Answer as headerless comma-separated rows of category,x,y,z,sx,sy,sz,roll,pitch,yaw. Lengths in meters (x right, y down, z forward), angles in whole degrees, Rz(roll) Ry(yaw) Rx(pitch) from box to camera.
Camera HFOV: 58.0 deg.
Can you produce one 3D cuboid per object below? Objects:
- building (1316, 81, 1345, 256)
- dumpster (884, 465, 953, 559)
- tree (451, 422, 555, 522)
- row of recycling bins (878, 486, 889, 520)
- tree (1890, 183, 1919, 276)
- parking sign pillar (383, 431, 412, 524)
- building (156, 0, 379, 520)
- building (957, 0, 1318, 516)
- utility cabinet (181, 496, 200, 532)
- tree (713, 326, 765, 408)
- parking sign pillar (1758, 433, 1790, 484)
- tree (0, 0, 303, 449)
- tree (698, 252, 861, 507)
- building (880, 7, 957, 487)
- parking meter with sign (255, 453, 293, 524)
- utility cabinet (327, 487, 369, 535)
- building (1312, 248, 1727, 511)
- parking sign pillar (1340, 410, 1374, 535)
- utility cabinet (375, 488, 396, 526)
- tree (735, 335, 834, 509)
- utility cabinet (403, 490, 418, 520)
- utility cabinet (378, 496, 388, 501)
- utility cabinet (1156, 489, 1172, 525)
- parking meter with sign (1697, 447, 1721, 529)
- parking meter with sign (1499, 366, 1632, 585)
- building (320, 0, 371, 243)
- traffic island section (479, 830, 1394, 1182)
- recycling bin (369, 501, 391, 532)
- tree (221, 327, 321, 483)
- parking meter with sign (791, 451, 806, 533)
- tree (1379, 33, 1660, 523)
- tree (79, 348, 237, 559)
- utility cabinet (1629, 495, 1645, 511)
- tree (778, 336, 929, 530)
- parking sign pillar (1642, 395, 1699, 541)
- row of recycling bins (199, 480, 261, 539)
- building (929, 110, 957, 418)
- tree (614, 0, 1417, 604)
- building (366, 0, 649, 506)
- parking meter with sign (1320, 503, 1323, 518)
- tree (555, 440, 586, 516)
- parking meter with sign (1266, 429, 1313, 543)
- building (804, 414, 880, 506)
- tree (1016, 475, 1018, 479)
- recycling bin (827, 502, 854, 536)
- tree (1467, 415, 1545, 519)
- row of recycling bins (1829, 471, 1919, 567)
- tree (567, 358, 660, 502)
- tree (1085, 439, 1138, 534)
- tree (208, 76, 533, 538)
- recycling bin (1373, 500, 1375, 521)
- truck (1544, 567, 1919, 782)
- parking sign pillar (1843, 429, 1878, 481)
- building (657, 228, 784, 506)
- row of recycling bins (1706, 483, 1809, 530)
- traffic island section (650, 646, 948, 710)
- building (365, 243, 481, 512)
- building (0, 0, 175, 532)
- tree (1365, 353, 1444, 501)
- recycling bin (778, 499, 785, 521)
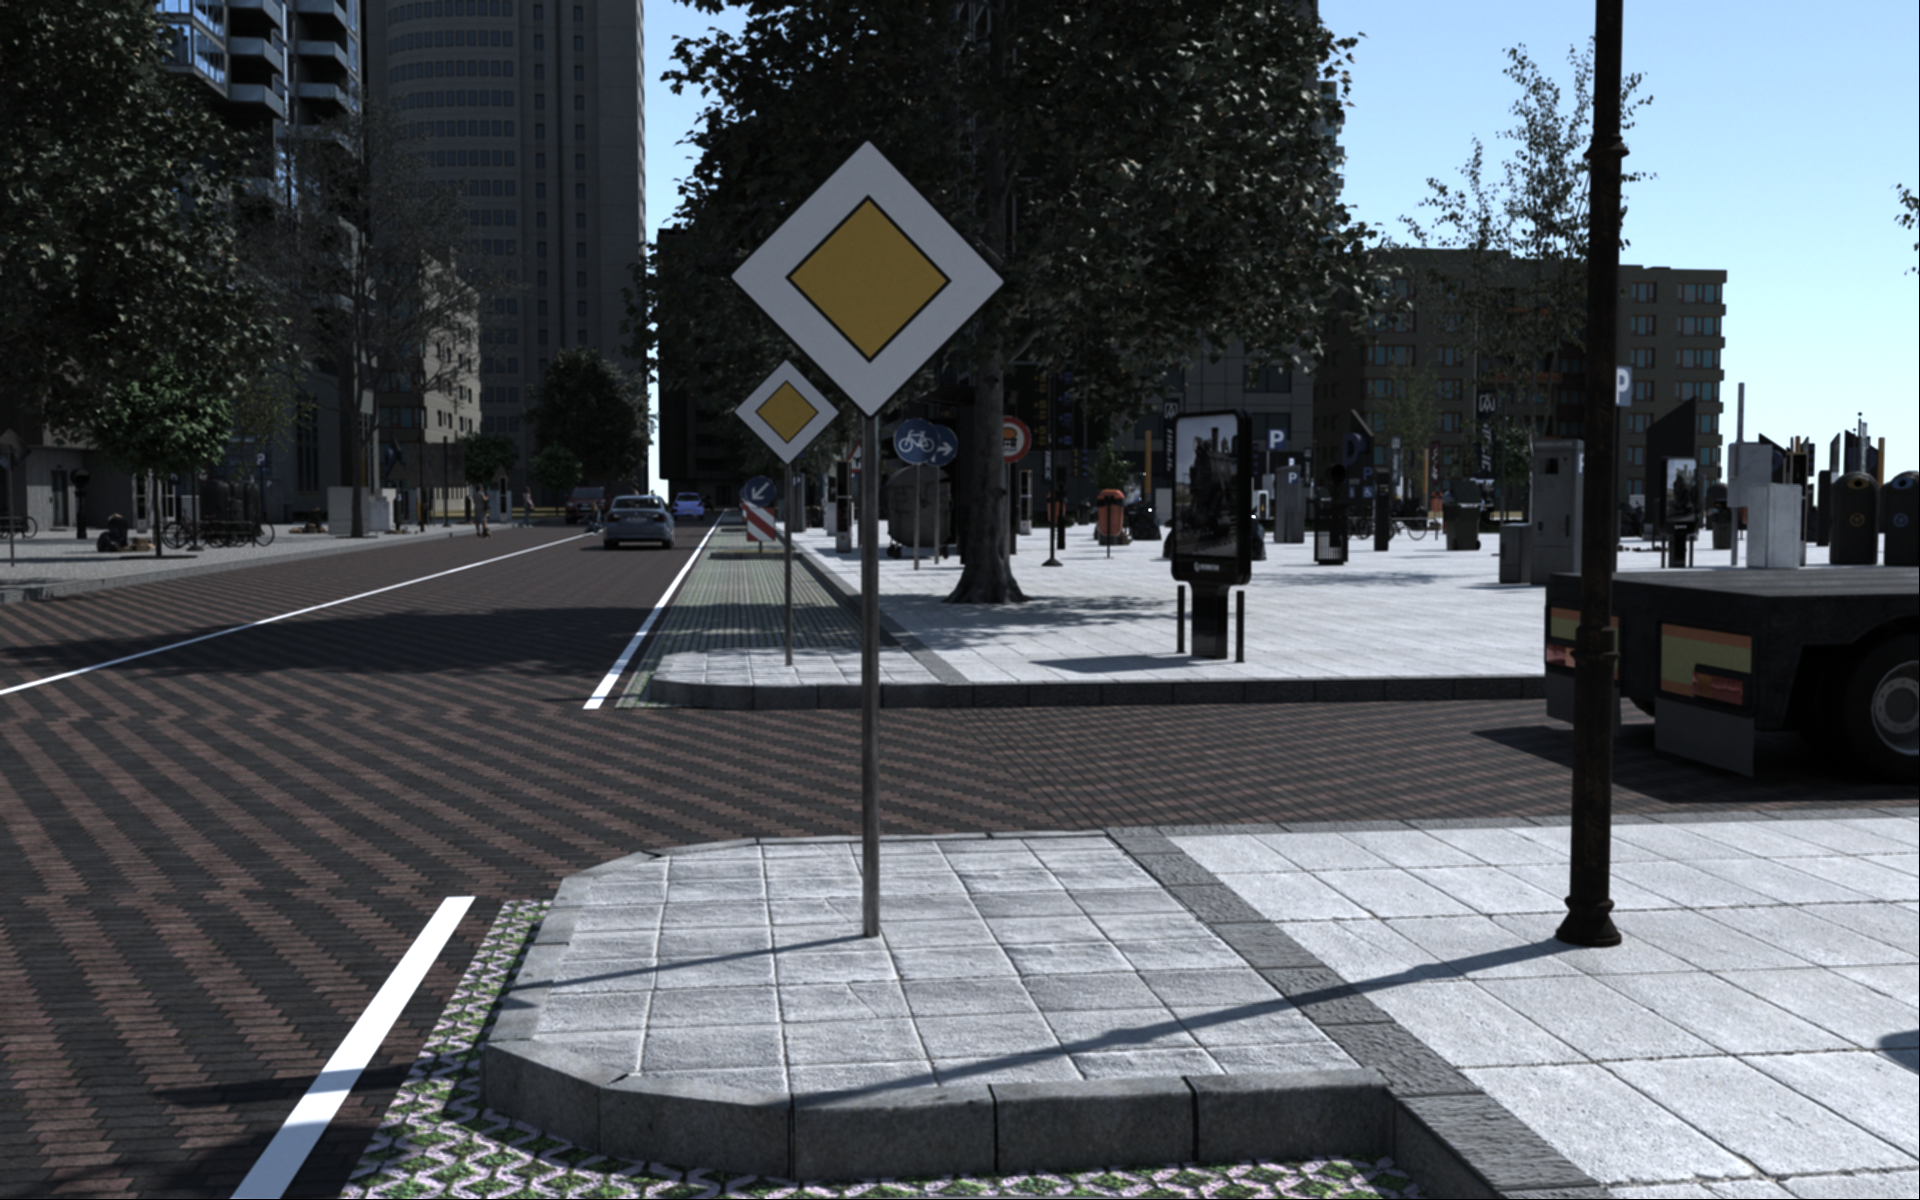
building,27.263,-35.428,198.858,30.456,49.044,23.786,0,4,-7
dumpster,-0.825,-1.780,34.866,1.264,1.857,1.865,0,4,-7
tree,-21.826,-5.844,79.261,4.285,4.588,4.351,0,3,0
row of recycling bins,-3.174,-4.909,87.372,1.069,1.692,3.534,2,4,25
tree,20.803,-5.020,32.434,4.737,8.622,4.395,0,3,0
parking sign pillar,-24.016,-5.196,73.419,1.447,3.967,1.447,-2,4,-33
building,-45.972,-47.965,96.900,22.319,86.520,31.000,0,4,-7
building,9.058,-40.937,107.566,20.563,71.187,20.611,0,4,-7
utility cabinet,-24.779,-2.766,56.385,1.020,1.237,0.306,-2,4,-26
tree,-17.400,-18.933,165.446,12.611,20.169,13.585,0,3,0
parking sign pillar,35.479,-5.334,75.690,1.447,3.967,1.447,-3,5,-42
tree,-14.189,-6.528,23.741,9.611,12.733,9.660,0,3,0
tree,-7.719,-10.691,81.452,9.857,13.997,8.962,0,3,0
building,4.808,-31.798,143.600,21.300,48.544,21.600,0,4,-7
parking meter with sign,-29.174,-4.742,73.786,0.543,3.016,1.738,1,4,17
utility cabinet,-19.050,-2.768,53.932,1.173,1.500,0.318,-2,4,-29
building,42.926,-18.380,145.545,28.899,21.520,27.650,0,4,-7
parking sign pillar,12.556,-4.048,54.652,1.447,3.967,1.447,-1,4,-16
utility cabinet,-22.873,-3.687,68.969,0.318,1.500,1.173,0,4,8
tree,-10.080,-11.423,104.894,7.486,12.596,7.792,0,3,0
utility cabinet,-26.895,-4.668,84.999,0.318,1.500,1.173,1,4,22
utility cabinet,-20.698,-3.121,62.188,0.306,1.237,1.020,-1,4,-17
utility cabinet,8.494,-3.746,69.929,1.173,1.500,0.318,1,4,10
parking meter with sign,27.410,-4.181,64.617,1.738,3.016,0.543,2,4,24
parking meter with sign,8.439,-1.716,24.321,0.543,3.016,1.738,-3,5,-41
building,-73.367,-45.549,182.973,20.611,71.187,20.563,0,4,-7
traffic island section,-0.239,1.054,5.050,2.009,0.180,2.903,0,4,-7
recycling bin,-19.974,-2.864,59.373,0.722,1.027,0.722,-2,4,-34
tree,-26.849,-7.067,65.911,4.737,8.622,4.395,0,3,0
parking meter with sign,-5.403,-3.767,57.852,0.543,3.016,1.738,0,4,-1
tree,9.224,-4.754,28.096,4.360,8.622,3.978,0,3,0
tree,-16.089,-3.121,34.741,4.285,4.588,4.351,0,3,0
utility cabinet,36.305,-4.977,92.528,1.020,1.237,0.306,2,4,26
tree,-2.987,-5.951,47.659,4.360,8.622,3.978,0,3,0
parking sign pillar,19.614,-3.624,47.721,1.447,3.967,1.447,3,5,40
row of recycling bins,-21.310,-2.667,50.725,1.069,1.692,3.534,0,4,-5
building,4.477,-21.656,125.771,14.160,30.474,14.107,0,4,-7
tree,0.439,-6.314,20.237,9.611,12.733,9.660,0,3,0
building,-48.343,-39.475,187.416,28.212,58.520,21.231,0,4,-7
parking meter with sign,16.499,-5.284,82.654,1.738,3.016,0.543,3,5,41
tree,-24.014,-7.326,103.499,4.285,4.588,4.351,0,3,0
parking meter with sign,8.638,-3.026,45.734,0.543,3.016,1.738,-1,4,-11
building,-4.098,-35.173,194.689,30.456,49.044,23.786,0,4,-7
tree,1.632,-4.766,72.518,1.663,3.219,1.824,0,3,0
recycling bin,-3.646,-2.462,52.809,0.722,1.027,0.722,0,4,6
tree,22.605,-5.380,71.677,4.285,4.588,4.351,0,3,0
row of recycling bins,17.159,-1.432,30.533,1.069,1.692,3.534,-3,4,-37
tree,-32.142,-15.385,158.191,9.857,13.997,8.962,0,3,0
tree,4.743,-3.682,54.802,1.663,3.219,1.824,0,3,0
tree,-17.580,-8.567,50.439,12.009,13.543,11.850,0,3,0
recycling bin,18.546,-3.975,77.543,0.722,1.027,0.722,1,4,10
truck,13.062,-1.260,10.354,18.799,4.110,2.967,0,4,-5
parking sign pillar,37.452,-5.105,71.937,1.447,3.967,1.447,1,4,11
building,-25.593,-25.445,187.732,14.107,30.474,14.160,0,4,-7
row of recycling bins,28.485,-3.354,61.953,3.534,1.692,1.069,0,4,-1
traffic island section,-1.261,0.570,12.969,2.009,0.180,2.903,0,4,-7
building,-53.948,-17.674,134.008,28.899,21.520,27.650,0,4,-7
building,-36.852,-17.591,59.308,14.160,30.474,14.107,0,4,-7
tree,23.057,-8.493,89.231,4.737,8.622,4.395,0,3,0
recycling bin,-8.353,-4.370,84.009,0.722,1.027,0.722,2,4,34
